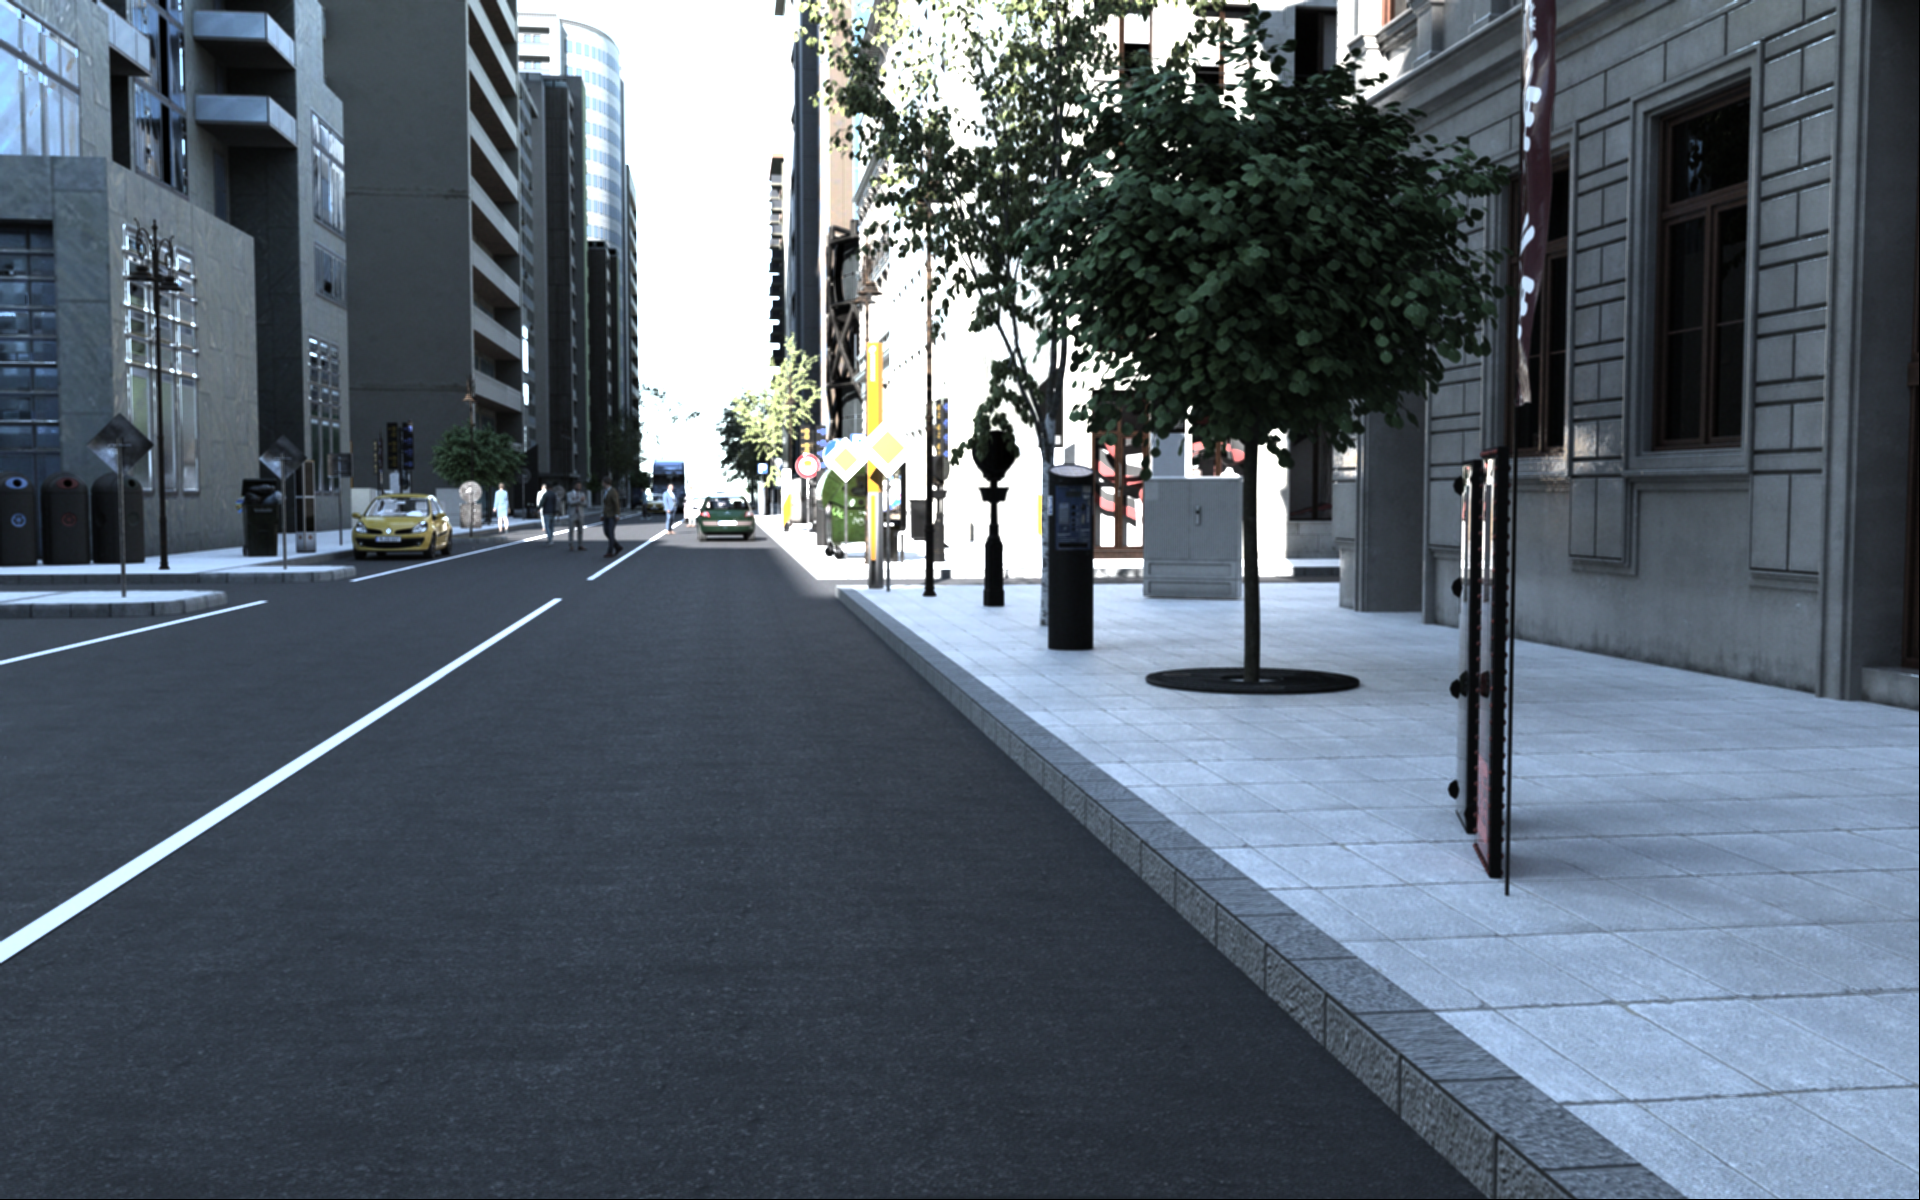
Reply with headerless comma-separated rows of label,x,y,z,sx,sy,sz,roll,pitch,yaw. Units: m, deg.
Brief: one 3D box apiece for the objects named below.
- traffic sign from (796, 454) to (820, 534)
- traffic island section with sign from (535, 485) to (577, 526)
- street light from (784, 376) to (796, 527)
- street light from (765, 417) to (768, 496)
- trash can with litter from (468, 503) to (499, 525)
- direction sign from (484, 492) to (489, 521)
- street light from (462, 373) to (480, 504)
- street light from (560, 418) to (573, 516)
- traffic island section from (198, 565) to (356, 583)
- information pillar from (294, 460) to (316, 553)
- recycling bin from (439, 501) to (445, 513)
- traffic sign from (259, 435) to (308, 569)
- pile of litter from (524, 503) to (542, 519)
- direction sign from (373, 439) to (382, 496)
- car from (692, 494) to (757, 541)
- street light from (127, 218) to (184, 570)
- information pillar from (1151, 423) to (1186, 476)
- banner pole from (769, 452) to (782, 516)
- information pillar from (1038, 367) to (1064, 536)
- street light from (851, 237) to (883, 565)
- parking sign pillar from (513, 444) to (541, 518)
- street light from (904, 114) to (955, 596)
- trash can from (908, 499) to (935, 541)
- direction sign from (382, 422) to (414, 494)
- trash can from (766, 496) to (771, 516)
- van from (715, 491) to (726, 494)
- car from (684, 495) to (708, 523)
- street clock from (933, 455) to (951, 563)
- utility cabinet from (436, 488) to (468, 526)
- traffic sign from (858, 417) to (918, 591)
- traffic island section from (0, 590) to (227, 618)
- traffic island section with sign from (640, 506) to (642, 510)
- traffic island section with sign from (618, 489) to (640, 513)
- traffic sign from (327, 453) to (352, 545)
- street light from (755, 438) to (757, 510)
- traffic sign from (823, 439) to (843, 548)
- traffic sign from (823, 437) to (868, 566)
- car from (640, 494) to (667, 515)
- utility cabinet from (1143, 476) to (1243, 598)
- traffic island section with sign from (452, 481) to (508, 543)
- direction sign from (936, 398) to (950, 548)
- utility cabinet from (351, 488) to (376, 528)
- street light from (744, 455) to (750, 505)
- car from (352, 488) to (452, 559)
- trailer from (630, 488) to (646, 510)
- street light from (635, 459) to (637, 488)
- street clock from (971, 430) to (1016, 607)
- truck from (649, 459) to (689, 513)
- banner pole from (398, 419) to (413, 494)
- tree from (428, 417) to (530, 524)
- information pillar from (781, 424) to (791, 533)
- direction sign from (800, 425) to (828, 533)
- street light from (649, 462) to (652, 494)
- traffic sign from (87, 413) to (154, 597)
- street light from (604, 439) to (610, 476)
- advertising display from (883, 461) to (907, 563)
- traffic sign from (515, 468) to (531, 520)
traffic sign,-4.817,-3.352,54.903,0.768,2.556,0.104,0,4,-2
traffic island section with sign,-18.204,-4.279,78.582,1.989,1.847,2.006,0,4,-8
street light,-6.652,-5.826,68.042,0.468,5.910,1.993,0,4,-8
street light,-11.677,-8.067,104.679,0.468,5.910,1.993,0,4,-8
trash can with litter,-19.892,-3.642,70.600,2.233,1.210,1.678,-1,4,-12
direction sign,-22.185,-5.457,81.216,0.379,3.537,0.876,3,5,39
street light,-18.668,-5.717,66.264,0.468,5.910,1.993,0,4,-8
street light,-23.890,-8.132,105.742,0.468,5.910,1.993,0,4,-8
traffic island section,-11.507,-0.440,29.477,2.009,0.180,2.903,0,4,-8
information pillar,-14.344,-2.045,37.934,0.304,2.012,0.304,2,4,31
recycling bin,-18.248,-2.884,59.709,0.722,1.027,0.722,3,5,39
traffic sign,-11.484,-1.577,29.418,0.795,2.450,0.064,0,4,-8
pile of litter,-21.852,-4.595,89.100,1.176,0.858,1.719,0,4,-6
direction sign,-23.827,-4.831,70.981,0.379,3.537,0.876,-3,5,-41
car,-7.331,-2.709,54.072,2.009,1.686,4.222,-1,4,-10
street light,-13.549,-3.457,29.312,0.468,5.910,1.993,0,4,-8
information pillar,2.833,-1.964,23.474,0.504,3.616,0.183,-1,4,-13
banner pole,-10.800,-6.820,101.519,0.863,3.779,0.401,-1,4,-12
information pillar,1.656,-2.439,31.240,0.504,3.616,0.183,2,4,28
street light,-1.679,-3.585,31.399,0.468,5.910,1.993,0,4,-8
parking sign pillar,-23.366,-6.412,93.305,1.447,3.967,1.447,0,4,-5
street light,-0.383,-2.987,21.620,0.468,5.910,1.993,0,4,-8
trash can,-1.054,-2.182,47.328,0.748,1.137,0.748,0,3,0
direction sign,-17.722,-3.848,54.914,0.876,3.537,0.379,1,4,10
trash can,-11.621,-5.594,103.122,0.748,1.137,0.748,0,3,0
van,-31.127,-13.375,225.690,2.013,2.044,4.112,0,4,-6
car,-12.865,-4.571,87.092,2.083,1.381,4.827,0,4,-6
street clock,-0.404,-1.708,32.489,0.358,2.002,0.471,2,4,35
utility cabinet,-19.948,-3.631,68.050,1.173,1.500,0.318,0,3,0
traffic sign,-0.948,-1.170,22.766,0.795,2.450,0.064,0,4,-8
traffic island section,-10.431,0.044,21.564,2.009,0.180,2.903,0,4,-8
traffic island section with sign,-28.619,-8.973,155.340,1.989,1.847,2.006,0,4,-8
traffic island section with sign,-24.959,-7.321,128.325,1.989,1.847,2.006,0,4,-8
traffic sign,-15.498,-2.518,43.304,0.606,2.300,0.079,0,4,-3
street light,-16.887,-10.420,143.157,0.468,5.910,1.993,0,4,-8
traffic sign,-2.763,-2.433,39.890,0.768,2.556,0.104,0,4,-7
traffic sign,-2.024,-1.654,30.679,0.795,2.450,0.064,0,4,-8
car,-21.386,-6.795,121.327,2.015,1.641,3.980,-1,4,-9
utility cabinet,2.855,-0.769,21.258,1.173,1.500,0.318,1,4,22
traffic island section with sign,-14.472,-2.606,51.240,1.989,1.847,2.006,0,4,-8
direction sign,-0.421,-3.019,41.352,0.379,3.537,0.876,-1,4,-19
utility cabinet,-22.444,-3.452,65.123,1.173,1.500,0.318,2,4,30
street light,-21.925,-12.661,179.792,0.468,5.910,1.993,0,4,-8
car,-12.630,-1.778,39.298,2.015,1.641,3.980,-1,4,-8
trailer,-28.027,-8.814,151.162,1.471,1.999,3.904,0,4,-6
street light,-35.085,-13.154,187.863,0.468,5.910,1.993,0,4,-8
street clock,0.387,-0.932,19.806,0.471,2.002,0.358,-1,4,-20
truck,-22.898,-9.023,137.285,2.967,4.110,18.799,-1,4,-8
banner pole,-18.627,-4.177,58.303,0.863,3.779,0.401,2,4,35
tree,-21.073,-5.745,77.651,4.285,4.588,4.351,0,3,0
information pillar,-5.779,-4.056,57.668,0.183,3.616,0.504,-2,4,-31
direction sign,-4.833,-3.978,57.045,0.876,3.537,0.379,-1,4,-16
street light,-40.212,-15.424,224.969,0.468,5.910,1.993,0,4,-8
traffic sign,-10.409,-1.093,21.506,0.795,2.450,0.064,0,4,-8
street light,-28.983,-10.377,142.447,0.468,5.910,1.993,0,4,-8
advertising display,-1.300,-1.672,32.543,0.123,1.923,0.974,-2,4,-32
traffic sign,-21.479,-5.201,85.148,0.768,2.556,0.104,0,4,-2
